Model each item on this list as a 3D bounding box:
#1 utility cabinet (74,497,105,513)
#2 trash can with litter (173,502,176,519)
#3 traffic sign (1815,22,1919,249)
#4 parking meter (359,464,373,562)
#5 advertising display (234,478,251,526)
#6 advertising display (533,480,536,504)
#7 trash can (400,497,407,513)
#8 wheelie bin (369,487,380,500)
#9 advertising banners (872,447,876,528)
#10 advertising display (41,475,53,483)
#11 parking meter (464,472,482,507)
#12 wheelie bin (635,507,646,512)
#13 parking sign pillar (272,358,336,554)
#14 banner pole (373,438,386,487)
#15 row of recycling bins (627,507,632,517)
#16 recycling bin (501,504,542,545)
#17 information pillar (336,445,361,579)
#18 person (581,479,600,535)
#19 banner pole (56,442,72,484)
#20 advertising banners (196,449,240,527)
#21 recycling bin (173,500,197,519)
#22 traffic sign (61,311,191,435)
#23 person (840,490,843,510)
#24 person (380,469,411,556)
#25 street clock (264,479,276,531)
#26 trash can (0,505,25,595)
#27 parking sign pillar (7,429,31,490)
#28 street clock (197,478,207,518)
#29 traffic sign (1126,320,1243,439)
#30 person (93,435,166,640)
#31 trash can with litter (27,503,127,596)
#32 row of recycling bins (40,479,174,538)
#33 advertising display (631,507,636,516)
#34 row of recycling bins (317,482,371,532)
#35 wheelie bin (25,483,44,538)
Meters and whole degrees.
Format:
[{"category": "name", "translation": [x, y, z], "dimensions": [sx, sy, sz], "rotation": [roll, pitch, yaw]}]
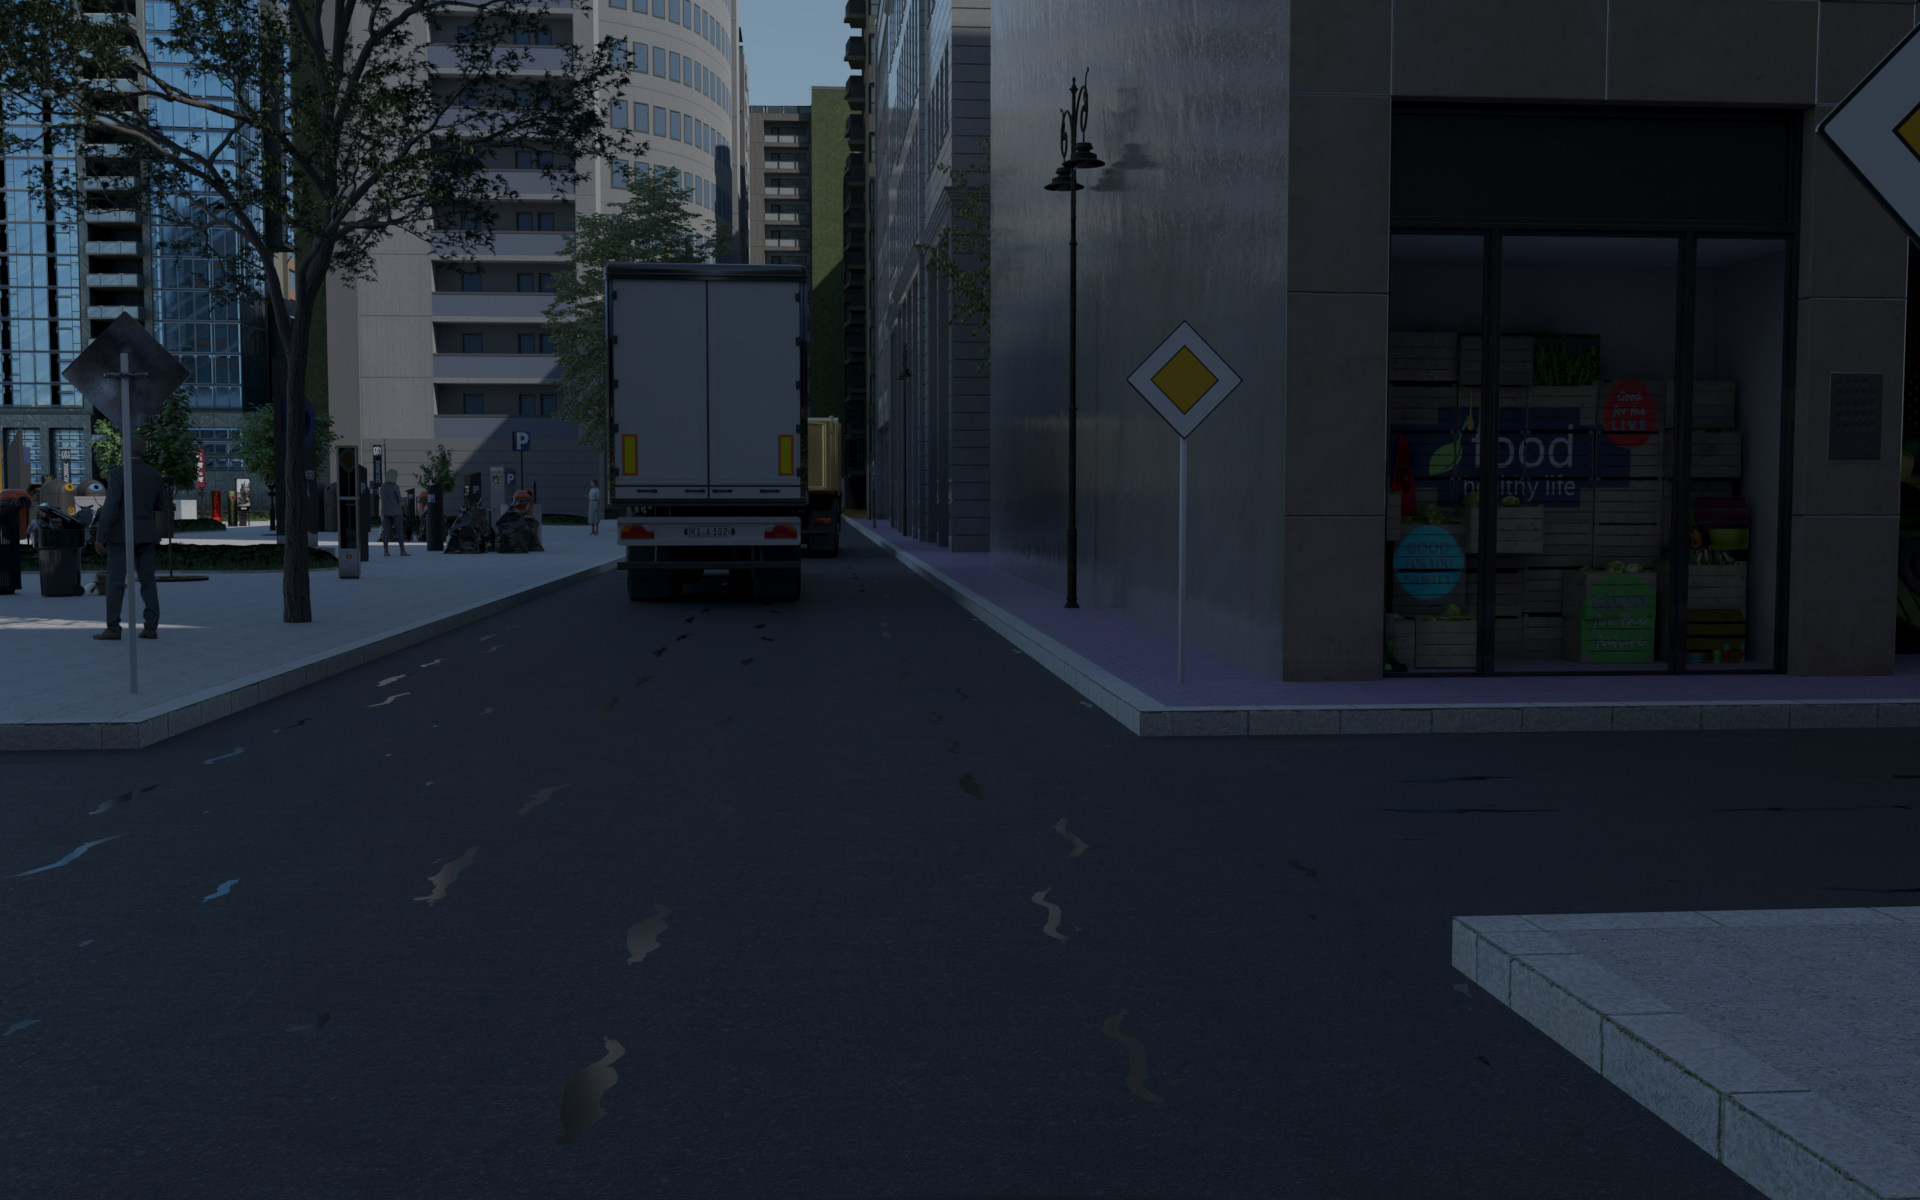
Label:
[{"category": "utility cabinet", "translation": [-21.630, -1.978, 43.496], "dimensions": [1.020, 1.237, 0.306], "rotation": [0, 4, -7]}, {"category": "trash can with litter", "translation": [-30.513, -3.420, 67.308], "dimensions": [1.055, 1.170, 0.624], "rotation": [0, 4, -6]}, {"category": "traffic sign", "translation": [2.222, -0.095, 3.736], "dimensions": [0.795, 2.593, 0.064], "rotation": [0, 4, -5]}, {"category": "parking meter", "translation": [-11.437, -1.662, 32.887], "dimensions": [0.255, 1.863, 0.399], "rotation": [1, 4, 9]}, {"category": "advertising display", "translation": [-28.495, -3.888, 68.781], "dimensions": [0.123, 1.923, 0.974], "rotation": [1, 4, 9]}, {"category": "advertising display", "translation": [-19.755, -4.606, 80.522], "dimensions": [0.123, 1.923, 0.974], "rotation": [-1, 4, -14]}, {"category": "trash can", "translation": [-26.616, -4.334, 82.511], "dimensions": [0.748, 1.137, 0.748], "rotation": [0, 3, 0]}, {"category": "wheelie bin", "translation": [-27.354, -4.441, 80.519], "dimensions": [0.693, 1.594, 0.980], "rotation": [-2, 4, -30]}, {"category": "advertising banners", "translation": [-3.239, -4.227, 65.300], "dimensions": [0.090, 3.025, 2.074], "rotation": [0, 4, 0]}, {"category": "advertising display", "translation": [-31.009, -3.283, 58.891], "dimensions": [0.123, 1.923, 0.974], "rotation": [-1, 4, -12]}, {"category": "parking meter", "translation": [-12.619, -2.395, 44.867], "dimensions": [0.255, 1.863, 0.399], "rotation": [3, 5, 39]}, {"category": "wheelie bin", "translation": [-11.882, -3.527, 65.573], "dimensions": [0.980, 1.594, 0.693], "rotation": [3, 4, 37]}, {"category": "parking sign pillar", "translation": [-13.433, -2.847, 35.028], "dimensions": [1.447, 3.967, 1.447], "rotation": [0, 4, -3]}, {"category": "banner pole", "translation": [-25.803, -5.332, 77.188], "dimensions": [0.401, 3.779, 0.863], "rotation": [3, 4, 36]}, {"category": "row of recycling bins", "translation": [-13.244, -4.321, 77.757], "dimensions": [3.534, 1.692, 1.069], "rotation": [0, 4, 5]}, {"category": "recycling bin", "translation": [-10.617, -1.797, 41.940], "dimensions": [0.722, 1.027, 0.722], "rotation": [1, 4, 17]}, {"category": "information pillar", "translation": [-9.262, -1.330, 26.236], "dimensions": [0.304, 2.012, 0.304], "rotation": [-1, 4, -16]}, {"category": "person", "translation": [-11.451, -2.888, 53.831], "dimensions": [0.480, 1.755, 0.524], "rotation": [3, 4, 38]}, {"category": "banner pole", "translation": [-43.326, -5.728, 83.671], "dimensions": [0.863, 3.779, 0.401], "rotation": [0, 4, -1]}, {"category": "advertising banners", "translation": [-28.829, -4.340, 67.140], "dimensions": [0.090, 3.025, 2.074], "rotation": [2, 4, 28]}, {"category": "recycling bin", "translation": [-32.740, -3.703, 73.090], "dimensions": [0.722, 1.027, 0.722], "rotation": [2, 4, 32]}, {"category": "traffic sign", "translation": [-5.342, -0.546, 11.115], "dimensions": [0.795, 2.593, 0.064], "rotation": [0, 4, -5]}, {"category": "person", "translation": [-9.826, -8.230, 142.073], "dimensions": [0.415, 1.643, 0.593], "rotation": [1, 4, 17]}, {"category": "person", "translation": [-11.720, -1.809, 35.803], "dimensions": [0.537, 1.800, 0.526], "rotation": [2, 4, 31]}, {"category": "street clock", "translation": [-24.043, -3.424, 60.545], "dimensions": [0.471, 2.002, 0.358], "rotation": [-1, 4, -17]}, {"category": "trash can", "translation": [-12.330, -0.639, 22.097], "dimensions": [0.748, 1.137, 0.748], "rotation": [0, 3, 0]}, {"category": "parking sign pillar", "translation": [-39.026, -5.100, 71.853], "dimensions": [1.447, 3.967, 1.447], "rotation": [3, 5, 41]}, {"category": "street clock", "translation": [-30.642, -4.004, 70.038], "dimensions": [0.358, 2.002, 0.471], "rotation": [-2, 4, -34]}, {"category": "traffic sign", "translation": [1.528, -0.581, 11.691], "dimensions": [0.795, 2.593, 0.064], "rotation": [0, 4, -5]}, {"category": "person", "translation": [-7.403, -0.560, 15.371], "dimensions": [0.590, 1.801, 0.661], "rotation": [2, 4, 25]}, {"category": "trash can with litter", "translation": [-11.157, -0.644, 21.918], "dimensions": [0.624, 1.170, 1.055], "rotation": [3, 5, 43]}, {"category": "row of recycling bins", "translation": [-24.370, -2.592, 49.493], "dimensions": [1.069, 1.692, 3.534], "rotation": [3, 5, 42]}, {"category": "advertising display", "translation": [-12.767, -3.831, 67.846], "dimensions": [0.123, 1.923, 0.974], "rotation": [0, 4, -4]}, {"category": "row of recycling bins", "translation": [-21.503, -3.159, 58.767], "dimensions": [3.534, 1.692, 1.069], "rotation": [1, 4, 21]}, {"category": "wheelie bin", "translation": [-26.701, -2.589, 50.246], "dimensions": [0.693, 1.594, 0.980], "rotation": [1, 4, 17]}]
